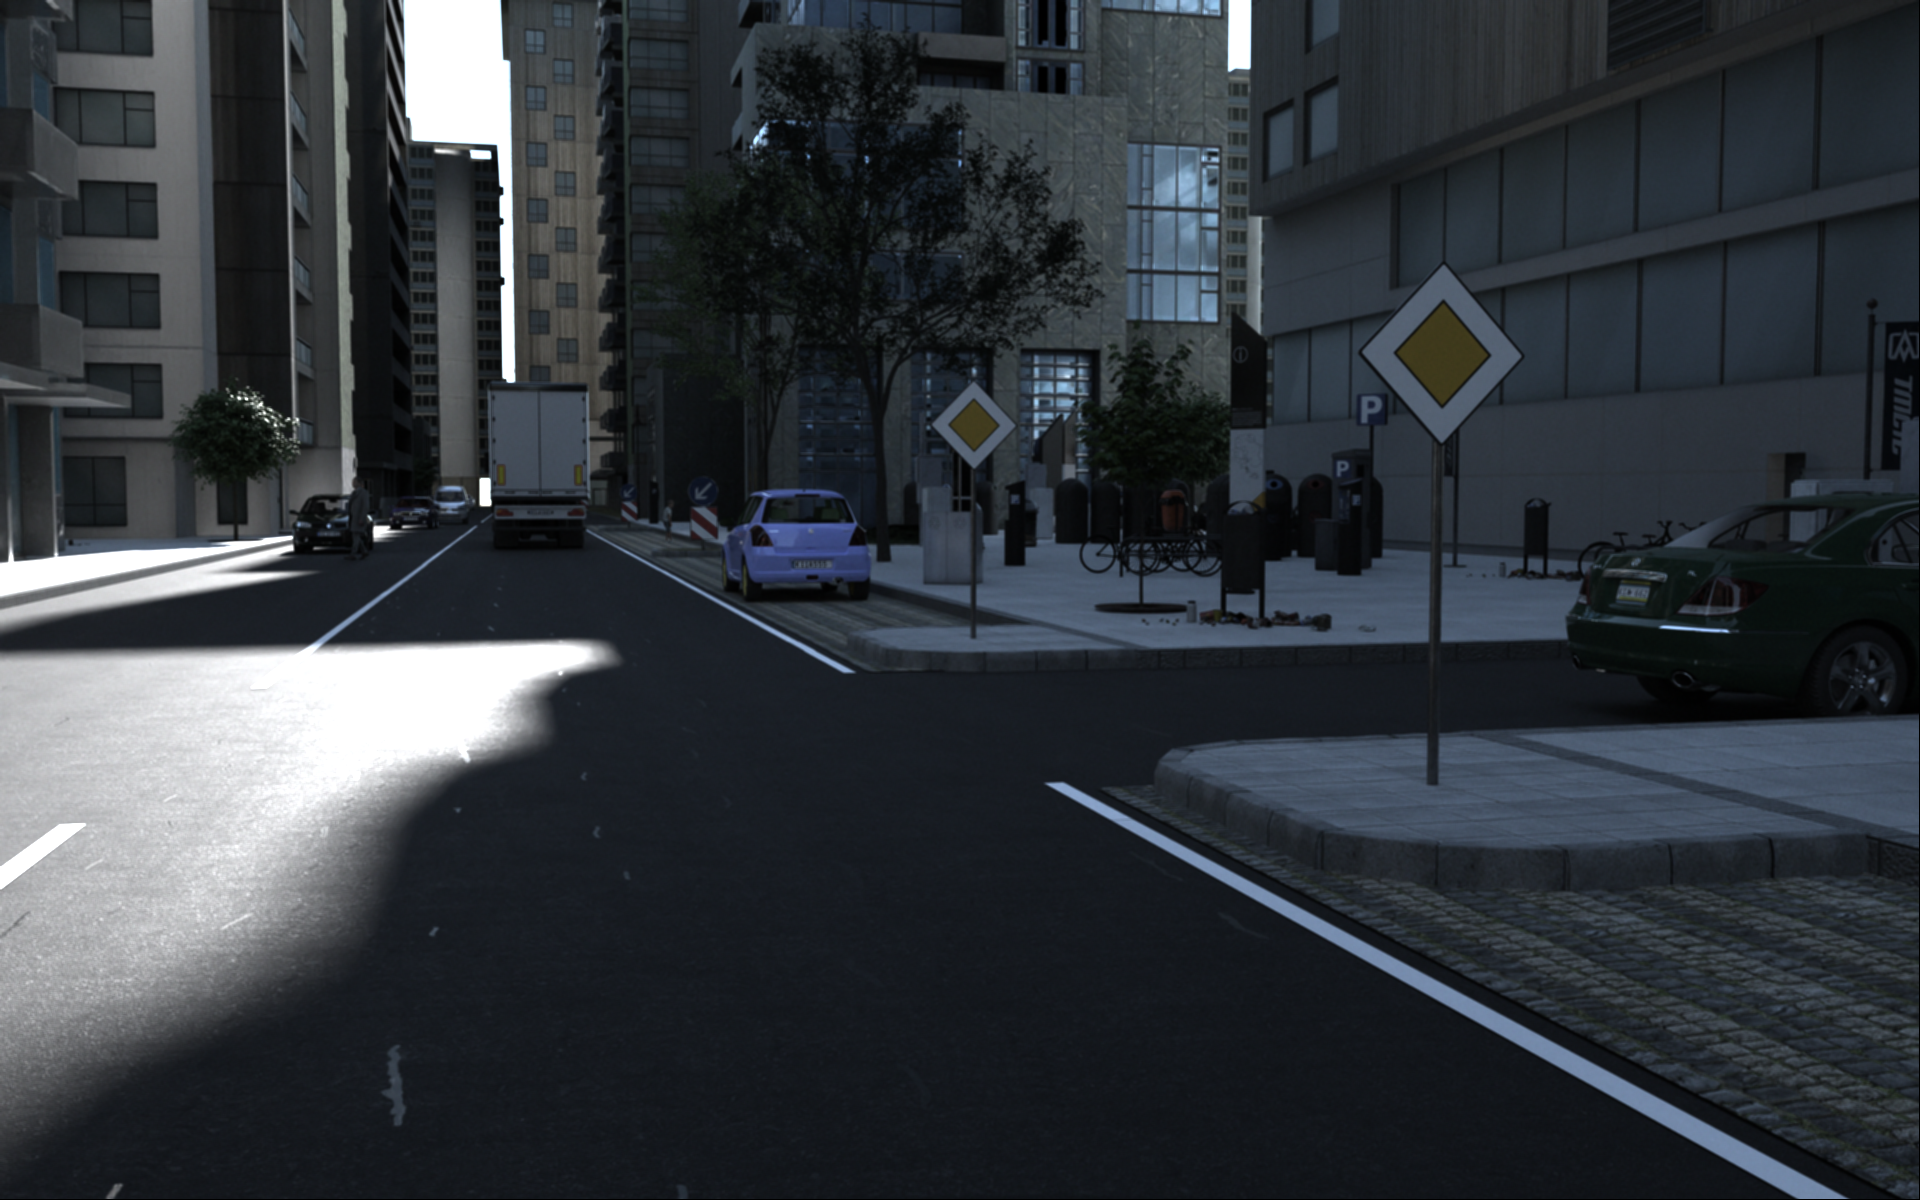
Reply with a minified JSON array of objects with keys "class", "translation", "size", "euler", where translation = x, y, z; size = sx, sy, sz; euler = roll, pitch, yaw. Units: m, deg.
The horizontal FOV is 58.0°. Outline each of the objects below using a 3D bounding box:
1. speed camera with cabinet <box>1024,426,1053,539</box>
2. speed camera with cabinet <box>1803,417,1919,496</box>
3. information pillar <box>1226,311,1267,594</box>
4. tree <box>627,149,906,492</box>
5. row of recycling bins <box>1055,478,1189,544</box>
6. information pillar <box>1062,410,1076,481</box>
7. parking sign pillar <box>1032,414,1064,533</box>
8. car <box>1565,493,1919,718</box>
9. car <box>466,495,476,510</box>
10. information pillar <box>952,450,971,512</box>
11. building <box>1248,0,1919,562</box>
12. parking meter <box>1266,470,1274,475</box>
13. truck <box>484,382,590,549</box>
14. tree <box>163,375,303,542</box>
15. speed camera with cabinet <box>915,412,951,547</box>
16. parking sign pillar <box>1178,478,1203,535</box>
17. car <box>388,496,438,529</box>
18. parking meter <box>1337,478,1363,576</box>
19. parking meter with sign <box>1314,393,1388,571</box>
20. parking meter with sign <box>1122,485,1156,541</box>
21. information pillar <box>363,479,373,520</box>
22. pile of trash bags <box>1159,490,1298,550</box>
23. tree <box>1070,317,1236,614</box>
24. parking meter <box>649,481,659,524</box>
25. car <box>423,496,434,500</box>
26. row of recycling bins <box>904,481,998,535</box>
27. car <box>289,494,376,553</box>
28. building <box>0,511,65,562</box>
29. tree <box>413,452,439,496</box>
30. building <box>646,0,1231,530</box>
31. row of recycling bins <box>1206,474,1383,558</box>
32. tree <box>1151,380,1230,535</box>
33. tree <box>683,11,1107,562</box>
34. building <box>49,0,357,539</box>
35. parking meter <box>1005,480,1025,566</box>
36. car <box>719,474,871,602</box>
[{"class":"speed camera with cabinet","translation":[2.289,-3.407,50.044],"size":[0.660,3.252,2.038],"euler":[0,4,-5]},{"class":"speed camera with cabinet","translation":[10.954,-1.599,20.486],"size":[2.038,3.252,0.660],"euler":[0,4,-5]},{"class":"information pillar","translation":[3.667,-1.883,22.139],"size":[0.504,3.616,0.183],"euler":[3,4,36]},{"class":"tree","translation":[-5.738,-7.673,51.212],"size":[9.928,11.665,9.643],"euler":[0,3,0]},{"class":"row of recycling bins","translation":[4.260,-2.332,45.241],"size":[3.534,1.692,1.069],"euler":[-1,4,-9]},{"class":"information pillar","translation":[3.038,-3.475,48.171],"size":[0.183,3.616,0.504],"euler":[3,5,44]},{"class":"parking sign pillar","translation":[2.927,-4.232,57.661],"size":[1.447,3.967,1.447],"euler":[3,4,36]},{"class":"car","translation":[6.506,0.017,11.528],"size":[4.920,1.459,2.131],"euler":[-1,4,-14]},{"class":"car","translation":[-44.918,-8.834,156.803],"size":[2.083,1.381,4.827],"euler":[-1,4,-16]},{"class":"information pillar","translation":[0.065,-1.476,28.625],"size":[0.304,2.012,0.304],"euler":[-2,4,-23]},{"class":"building","translation":[23.481,-27.269,35.083],"size":[27.495,52.752,28.713],"euler":[-1,4,-14]},{"class":"parking meter","translation":[7.578,-2.269,42.802],"size":[0.255,1.863,0.399],"euler":[-1,4,-10]},{"class":"truck","translation":[-11.989,-3.668,48.882],"size":[2.839,4.237,11.283],"euler":[-1,4,-15]},{"class":"tree","translation":[-19.781,-3.871,47.005],"size":[4.285,4.588,4.351],"euler":[0,3,0]},{"class":"speed camera with cabinet","translation":[-0.630,-2.879,41.410],"size":[0.660,3.252,2.038],"euler":[-1,4,-9]},{"class":"parking sign pillar","translation":[6.776,-3.970,53.375],"size":[1.447,3.967,1.447],"euler":[-1,4,-16]},{"class":"car","translation":[-22.610,-3.619,71.750],"size":[1.945,1.354,3.894],"euler":[-1,4,-13]},{"class":"parking meter","translation":[6.166,-1.161,27.392],"size":[0.372,1.533,0.369],"euler":[0,3,0]},{"class":"parking meter with sign","translation":[6.648,-2.036,29.553],"size":[0.543,3.016,1.738],"euler":[3,4,39]},{"class":"parking meter with sign","translation":[5.163,-3.094,46.855],"size":[1.738,3.016,0.543],"euler":[-1,4,-22]},{"class":"information pillar","translation":[-29.294,-4.968,85.725],"size":[0.304,2.012,0.304],"euler":[1,4,17]},{"class":"pile of trash bags","translation":[6.252,-1.847,39.943],"size":[3.447,1.369,1.912],"euler":[-1,4,-12]},{"class":"tree","translation":[1.945,-1.500,19.126],"size":[1.663,3.219,1.824],"euler":[0,3,0]},{"class":"parking meter","translation":[-13.225,-4.229,74.859],"size":[0.399,1.863,0.255],"euler":[-2,4,-24]},{"class":"car","translation":[-29.931,-5.245,98.333],"size":[1.945,1.354,3.894],"euler":[-1,4,-13]},{"class":"row of recycling bins","translation":[-0.301,-2.846,53.652],"size":[3.534,1.692,1.069],"euler":[-3,5,-41]},{"class":"car","translation":[-15.598,-2.042,43.176],"size":[2.009,1.686,4.222],"euler":[-1,4,-16]},{"class":"building","translation":[-26.188,-24.649,22.613],"size":[23.786,49.044,30.456],"euler":[-1,4,-14]},{"class":"tree","translation":[-42.463,-9.297,135.724],"size":[4.285,4.588,4.351],"euler":[0,3,0]},{"class":"building","translation":[-1.499,-46.604,74.654],"size":[22.319,86.520,31.000],"euler":[-1,4,-14]},{"class":"row of recycling bins","translation":[6.792,-1.724,35.293],"size":[3.534,1.692,1.069],"euler":[1,4,8]},{"class":"tree","translation":[6.776,-4.061,50.104],"size":[4.285,4.588,4.351],"euler":[0,3,0]},{"class":"tree","translation":[-1.398,-6.026,32.942],"size":[8.767,10.594,7.601],"euler":[0,4,4]},{"class":"building","translation":[-27.171,-22.641,53.775],"size":[14.154,41.232,14.086],"euler":[-1,4,-14]},{"class":"parking meter","translation":[0.985,-1.386,31.074],"size":[0.372,1.533,0.369],"euler":[0,3,0]},{"class":"car","translation":[-2.370,-0.903,24.352],"size":[1.945,1.707,3.694],"euler":[-1,4,-14]}]
